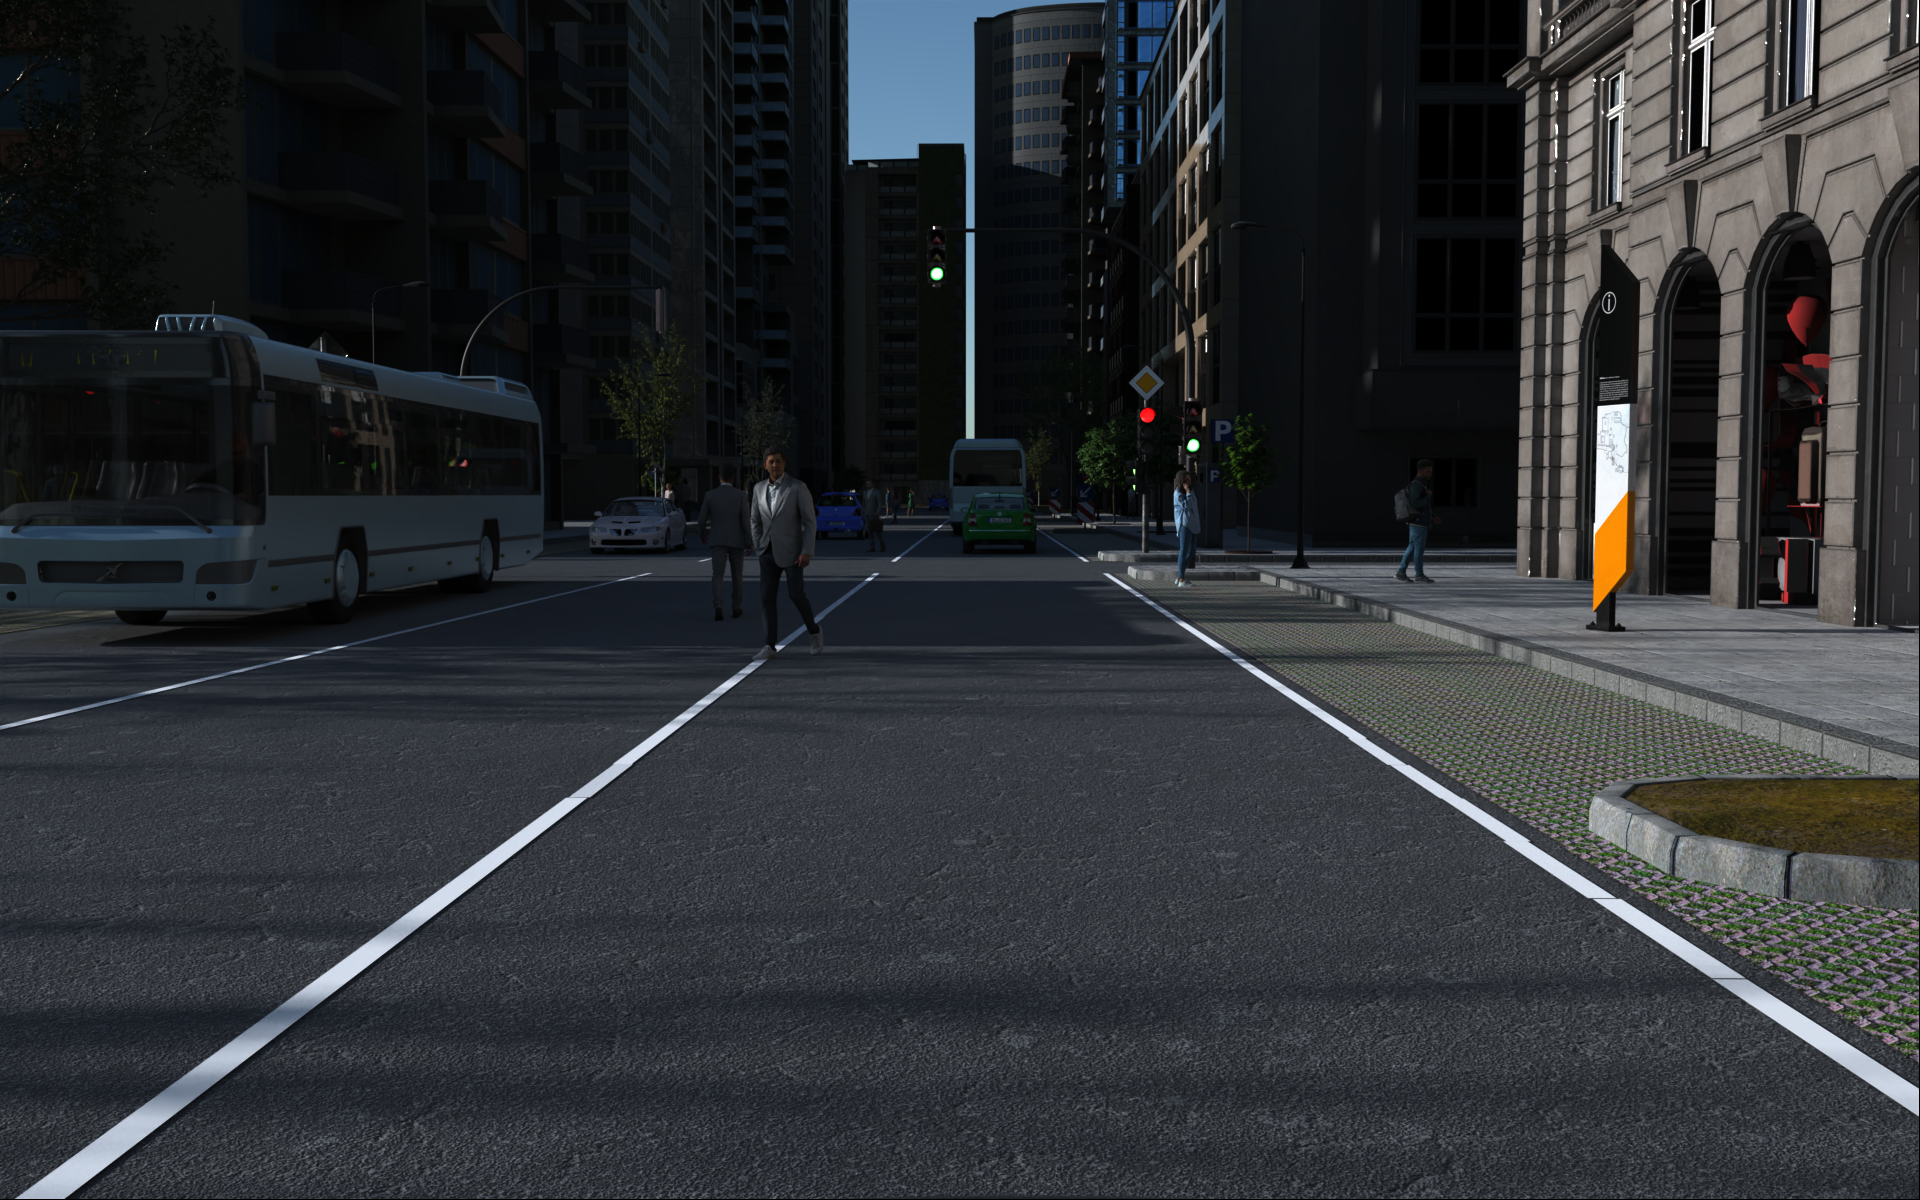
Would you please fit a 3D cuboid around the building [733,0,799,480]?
[{"bbox_3d":[-24.709,-51.073,147.714,22.319,86.520,31.000,0,4,1],"label":"building"}]

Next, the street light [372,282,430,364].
[{"bbox_3d":[-12.286,-4.005,38.021,1.470,5.913,1.316,0,4,1],"label":"street light"}]

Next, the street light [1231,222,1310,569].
[{"bbox_3d":[5.326,-3.497,29.709,1.470,5.913,1.316,0,4,1],"label":"street light"}]

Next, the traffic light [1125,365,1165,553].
[{"bbox_3d":[4.032,-2.985,37.725,0.839,4.253,0.868,0,4,1],"label":"traffic light"}]

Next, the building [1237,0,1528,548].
[{"bbox_3d":[20.378,-15.428,45.748,24.014,27.812,14.314,0,4,1],"label":"building"}]

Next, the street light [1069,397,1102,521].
[{"bbox_3d":[6.084,-6.755,82.981,1.470,5.913,1.316,0,4,1],"label":"street light"}]

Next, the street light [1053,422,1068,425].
[{"bbox_3d":[6.703,-8.538,112.142,1.470,5.913,1.316,0,4,1],"label":"street light"}]

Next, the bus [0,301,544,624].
[{"bbox_3d":[-8.033,-1.653,21.882,2.948,3.499,13.247,0,4,-1],"label":"bus"}]

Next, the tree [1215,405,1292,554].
[{"bbox_3d":[6.373,-2.618,37.412,1.663,3.219,1.824,0,3,0],"label":"tree"}]

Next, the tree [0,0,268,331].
[{"bbox_3d":[-13.625,-5.385,22.450,7.601,10.594,8.767,1,4,14],"label":"tree"}]

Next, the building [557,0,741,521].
[{"bbox_3d":[-28.324,-24.331,89.698,32.217,40.220,23.993,0,4,1],"label":"building"}]

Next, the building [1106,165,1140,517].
[{"bbox_3d":[15.625,-16.829,104.839,12.332,23.373,15.834,0,4,1],"label":"building"}]

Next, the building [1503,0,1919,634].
[{"bbox_3d":[14.485,-10.597,15.057,13.314,21.916,24.055,0,4,1],"label":"building"}]

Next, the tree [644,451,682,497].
[{"bbox_3d":[-13.112,-5.008,76.478,1.663,3.219,1.824,0,3,0],"label":"tree"}]

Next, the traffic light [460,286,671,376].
[{"bbox_3d":[-8.735,-3.868,37.915,4.771,5.953,1.251,0,4,1],"label":"traffic light"}]

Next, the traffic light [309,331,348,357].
[{"bbox_3d":[-10.935,-2.508,29.924,0.839,4.253,0.868,0,4,1],"label":"traffic light"}]

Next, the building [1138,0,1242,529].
[{"bbox_3d":[19.398,-16.825,79.601,19.350,26.468,34.151,0,4,1],"label":"building"}]

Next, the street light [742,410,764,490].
[{"bbox_3d":[-11.480,-7.531,95.666,1.470,5.913,1.316,0,4,1],"label":"street light"}]

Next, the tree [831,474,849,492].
[{"bbox_3d":[-11.851,-10.602,167.945,1.663,3.219,1.824,0,3,0],"label":"tree"}]

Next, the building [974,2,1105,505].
[{"bbox_3d":[15.808,-40.701,207.461,28.212,58.520,21.231,0,4,1],"label":"building"}]

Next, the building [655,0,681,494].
[{"bbox_3d":[-46.376,-47.104,208.403,20.611,71.187,20.563,0,4,1],"label":"building"}]

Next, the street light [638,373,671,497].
[{"bbox_3d":[-11.832,-5.768,66.843,1.470,5.913,1.316,0,4,1],"label":"street light"}]

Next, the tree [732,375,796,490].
[{"bbox_3d":[-12.380,-9.636,107.907,4.360,8.622,3.978,0,3,0],"label":"tree"}]

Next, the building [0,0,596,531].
[{"bbox_3d":[-24.023,-24.363,52.952,22.147,44.769,28.867,0,4,1],"label":"building"}]

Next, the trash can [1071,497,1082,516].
[{"bbox_3d":[6.737,-5.415,100.187,0.748,1.137,0.748,0,3,0],"label":"trash can"}]

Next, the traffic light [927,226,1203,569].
[{"bbox_3d":[1.832,-3.361,29.628,4.771,5.953,1.251,0,4,1],"label":"traffic light"}]

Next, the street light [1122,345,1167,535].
[{"bbox_3d":[5.763,-4.992,54.158,1.470,5.913,1.316,0,4,1],"label":"street light"}]

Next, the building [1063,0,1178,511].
[{"bbox_3d":[20.281,-50.561,139.339,22.319,86.520,31.000,0,4,1],"label":"building"}]

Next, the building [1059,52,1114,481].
[{"bbox_3d":[21.175,-31.588,171.092,22.147,44.769,28.867,0,4,1],"label":"building"}]

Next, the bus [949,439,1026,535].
[{"bbox_3d":[1.011,-4.239,64.170,2.948,3.499,13.247,0,4,1],"label":"bus"}]

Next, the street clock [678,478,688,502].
[{"bbox_3d":[-12.483,-4.496,78.087,0.358,2.002,0.471,1,4,18],"label":"street clock"}]

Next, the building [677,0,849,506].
[{"bbox_3d":[-24.343,-47.068,207.821,20.611,71.187,20.563,0,4,1],"label":"building"}]

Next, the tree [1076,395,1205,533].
[{"bbox_3d":[6.657,-4.527,57.737,4.285,4.588,4.351,0,3,0],"label":"tree"}]

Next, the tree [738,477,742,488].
[{"bbox_3d":[-14.167,-6.717,104.416,1.663,3.219,1.824,0,3,0],"label":"tree"}]

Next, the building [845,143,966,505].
[{"bbox_3d":[-6.298,-31.895,205.078,14.086,41.232,14.154,0,4,1],"label":"building"}]

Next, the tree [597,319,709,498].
[{"bbox_3d":[-12.653,-7.453,72.227,4.737,8.622,4.395,0,3,0],"label":"tree"}]
